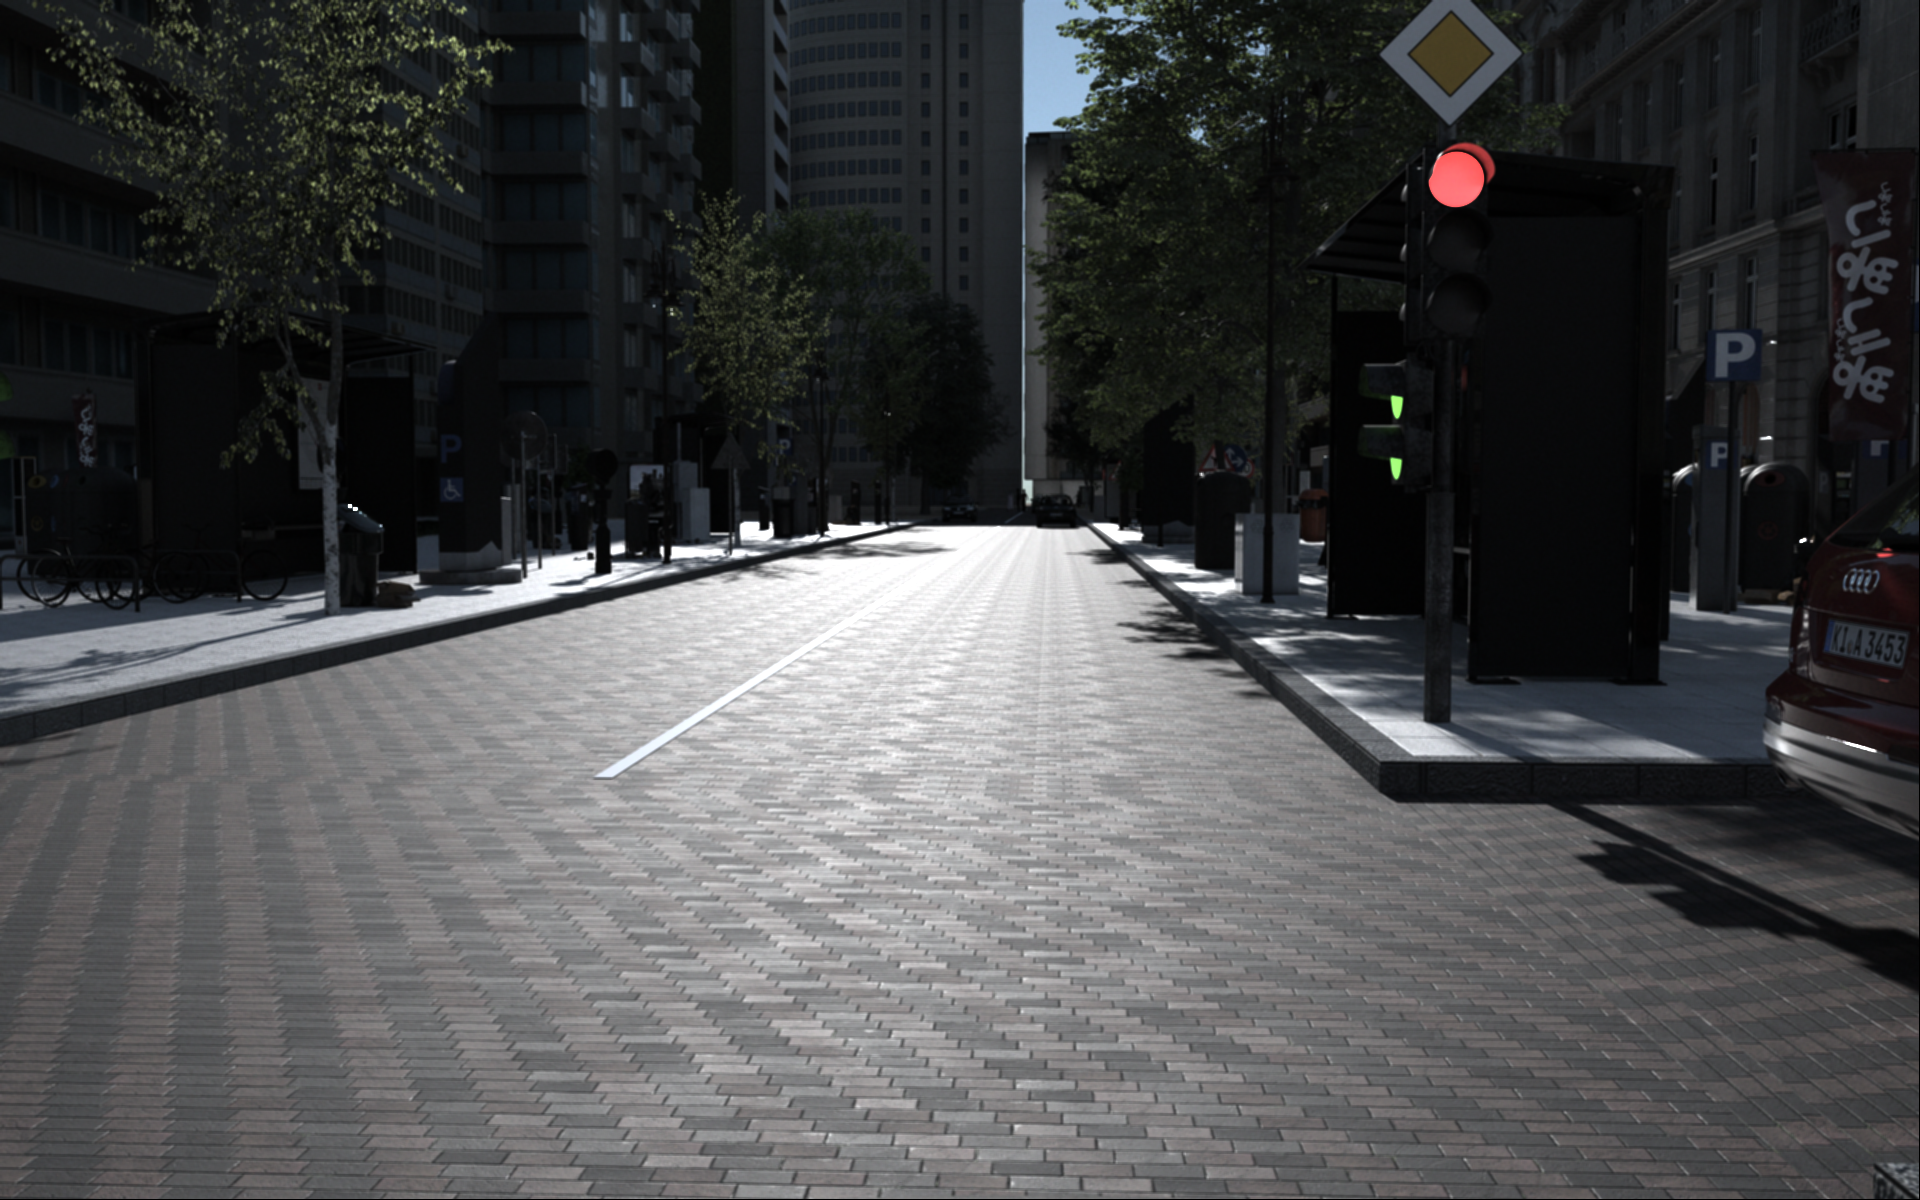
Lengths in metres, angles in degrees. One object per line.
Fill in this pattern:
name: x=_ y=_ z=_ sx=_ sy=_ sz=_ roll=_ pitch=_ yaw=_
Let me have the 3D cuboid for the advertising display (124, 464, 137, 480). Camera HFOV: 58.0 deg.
advertising display: x=-18.484 y=-2.062 z=38.926 sx=0.974 sy=1.923 sz=0.123 roll=3 pitch=5 yaw=39

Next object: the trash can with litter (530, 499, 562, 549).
trash can with litter: x=-9.668 y=-1.793 z=40.696 sx=0.624 sy=1.170 sz=1.055 roll=-3 pitch=5 yaw=-41

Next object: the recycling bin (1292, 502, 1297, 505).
recycling bin: x=10.345 y=-2.560 z=54.403 sx=0.722 sy=1.027 sz=0.722 roll=3 pitch=5 yaw=44

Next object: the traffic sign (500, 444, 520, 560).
traffic sign: x=-8.699 y=-2.057 z=33.739 sx=0.768 sy=2.556 sz=0.104 roll=1 pitch=4 yaw=9

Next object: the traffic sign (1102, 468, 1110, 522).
traffic sign: x=6.795 y=-4.776 z=78.193 sx=0.768 sy=2.556 sz=0.104 roll=0 pitch=4 yaw=6

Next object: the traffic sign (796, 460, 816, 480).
traffic sign: x=-5.785 y=-3.981 z=65.194 sx=0.768 sy=2.556 sz=0.104 roll=0 pitch=4 yaw=5

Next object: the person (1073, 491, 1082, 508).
person: x=11.232 y=-9.537 z=165.138 sx=0.721 sy=1.735 sz=1.217 roll=-3 pitch=5 yaw=-41

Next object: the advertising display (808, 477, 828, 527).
advertising display: x=-5.693 y=-3.785 z=67.106 sx=0.974 sy=1.923 sz=0.123 roll=0 pitch=4 yaw=1

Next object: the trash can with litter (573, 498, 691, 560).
trash can with litter: x=-6.809 y=-1.427 z=34.397 sx=2.233 sy=1.210 sz=1.678 roll=-3 pitch=5 yaw=-43

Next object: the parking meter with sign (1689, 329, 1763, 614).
parking meter with sign: x=8.411 y=-1.404 z=19.209 sx=0.543 sy=3.016 sz=1.738 roll=1 pitch=4 yaw=16

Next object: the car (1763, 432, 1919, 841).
car: x=5.372 y=0.206 z=5.299 sx=5.304 sy=1.827 sz=2.281 roll=0 pitch=4 yaw=4

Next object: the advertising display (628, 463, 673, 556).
advertising display: x=-6.427 y=-1.883 z=35.999 sx=0.974 sy=1.923 sz=0.123 roll=1 pitch=4 yaw=16

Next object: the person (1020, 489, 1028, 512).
person: x=5.052 y=-7.912 z=137.800 sx=0.705 sy=1.831 sz=1.348 roll=-2 pitch=4 yaw=-33

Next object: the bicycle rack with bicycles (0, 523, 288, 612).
bicycle rack with bicycles: x=-9.732 y=-0.407 z=20.034 sx=2.925 sy=0.926 sz=2.852 roll=1 pitch=4 yaw=14

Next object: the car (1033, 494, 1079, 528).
car: x=4.184 y=-4.014 z=75.422 sx=2.009 sy=1.686 sz=4.222 roll=0 pitch=4 yaw=3

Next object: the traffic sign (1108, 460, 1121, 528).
traffic sign: x=6.058 y=-4.016 z=65.663 sx=0.884 sy=2.594 sz=0.081 roll=1 pitch=4 yaw=10

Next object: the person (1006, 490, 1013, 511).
person: x=4.308 y=-8.539 z=148.787 sx=0.621 sy=1.740 sz=0.551 roll=3 pitch=5 yaw=42

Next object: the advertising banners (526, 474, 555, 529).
advertising banners: x=-15.557 y=-4.074 z=62.805 sx=2.074 sy=3.025 sz=0.090 roll=-1 pitch=4 yaw=-18

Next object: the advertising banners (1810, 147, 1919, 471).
advertising banners: x=5.348 y=-0.770 z=8.771 sx=2.074 sy=3.025 sz=0.090 roll=0 pitch=4 yaw=7

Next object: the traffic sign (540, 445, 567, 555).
traffic sign: x=-8.479 y=-2.077 z=36.082 sx=0.606 sy=2.300 sz=0.079 roll=0 pitch=4 yaw=4

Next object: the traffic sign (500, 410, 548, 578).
traffic sign: x=-6.667 y=-1.610 z=26.428 sx=0.768 sy=2.556 sz=0.104 roll=0 pitch=4 yaw=7

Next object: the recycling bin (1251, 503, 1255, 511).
recycling bin: x=7.918 y=-2.256 z=49.433 sx=0.722 sy=1.027 sz=0.722 roll=-2 pitch=4 yaw=-29

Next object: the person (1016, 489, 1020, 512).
person: x=4.507 y=-7.761 z=135.022 sx=0.705 sy=1.869 sz=1.348 roll=0 pitch=4 yaw=3

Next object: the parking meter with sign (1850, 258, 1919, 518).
parking meter with sign: x=7.314 y=-1.066 z=13.683 sx=0.543 sy=3.016 sz=1.738 roll=2 pitch=4 yaw=25

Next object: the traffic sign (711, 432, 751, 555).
traffic sign: x=-4.827 y=-2.226 z=36.392 sx=0.884 sy=2.594 sz=0.081 roll=1 pitch=4 yaw=13

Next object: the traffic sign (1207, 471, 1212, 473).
traffic sign: x=10.228 y=-4.203 z=69.900 sx=0.795 sy=2.450 sz=0.064 roll=0 pitch=4 yaw=4

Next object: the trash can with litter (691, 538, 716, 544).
trash can with litter: x=-7.397 y=-2.038 z=44.381 sx=2.233 sy=1.210 sz=1.678 roll=0 pitch=4 yaw=4

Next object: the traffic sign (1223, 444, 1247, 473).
traffic sign: x=6.960 y=-2.707 z=44.357 sx=0.768 sy=2.556 sz=0.104 roll=0 pitch=4 yaw=7

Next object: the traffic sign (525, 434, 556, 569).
traffic sign: x=-7.223 y=-1.688 z=29.733 sx=0.606 sy=2.300 sz=0.079 roll=1 pitch=4 yaw=12

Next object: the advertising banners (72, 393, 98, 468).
advertising banners: x=-14.495 y=-2.068 z=29.997 sx=2.074 sy=3.025 sz=0.090 roll=1 pitch=4 yaw=16

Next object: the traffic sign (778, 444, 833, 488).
traffic sign: x=-6.347 y=-4.712 z=70.911 sx=2.265 sy=3.308 sz=0.079 roll=0 pitch=4 yaw=4

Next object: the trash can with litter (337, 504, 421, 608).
trash can with litter: x=-6.655 y=-0.511 z=19.744 sx=1.055 sy=1.170 sz=0.624 roll=1 pitch=4 yaw=18

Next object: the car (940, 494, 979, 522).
car: x=0.002 y=-4.859 z=89.238 sx=2.009 sy=1.686 sz=4.222 roll=0 pitch=4 yaw=2

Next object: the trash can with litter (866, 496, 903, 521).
trash can with litter: x=-3.518 y=-4.343 z=82.063 sx=1.678 sy=1.210 sz=2.233 roll=-1 pitch=4 yaw=-9

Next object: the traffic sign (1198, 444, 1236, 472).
traffic sign: x=6.052 y=-2.499 z=40.859 sx=0.884 sy=2.594 sz=0.081 roll=0 pitch=4 yaw=7

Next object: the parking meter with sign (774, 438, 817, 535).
parking meter with sign: x=-5.127 y=-3.586 z=54.892 sx=0.543 sy=3.016 sz=1.738 roll=2 pitch=4 yaw=23

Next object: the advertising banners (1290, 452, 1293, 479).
advertising banners: x=13.692 y=-4.663 z=72.432 sx=0.090 sy=3.025 sz=2.074 roll=0 pitch=4 yaw=-1

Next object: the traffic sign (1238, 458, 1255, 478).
traffic sign: x=9.794 y=-3.652 z=59.822 sx=0.768 sy=2.556 sz=0.104 roll=0 pitch=4 yaw=7

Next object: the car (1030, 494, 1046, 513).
car: x=6.336 y=-7.269 z=130.654 sx=2.131 sy=1.459 sz=4.920 roll=0 pitch=4 yaw=4

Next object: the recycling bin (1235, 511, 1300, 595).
recycling bin: x=3.962 y=-0.600 z=22.369 sx=0.722 sy=1.027 sz=0.722 roll=0 pitch=4 yaw=0
